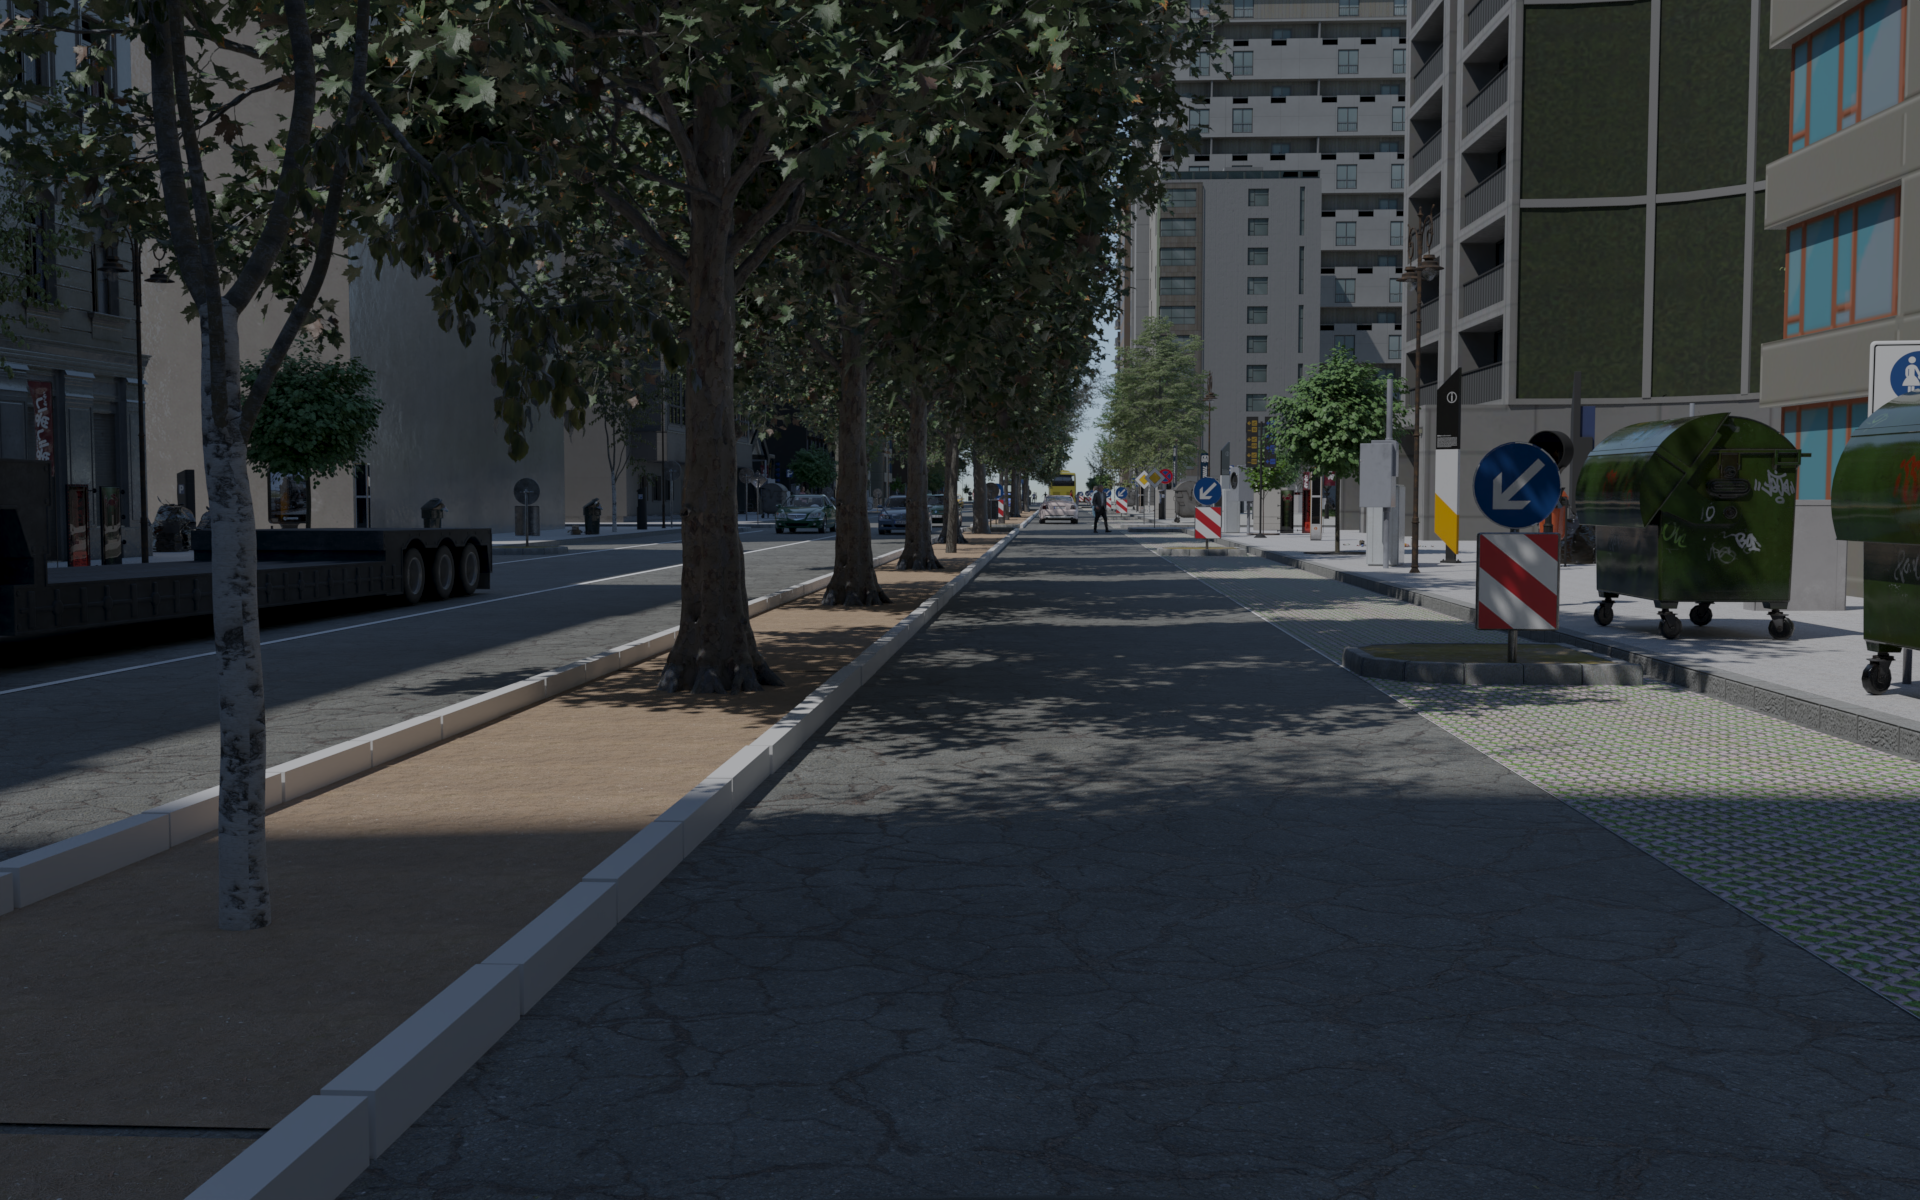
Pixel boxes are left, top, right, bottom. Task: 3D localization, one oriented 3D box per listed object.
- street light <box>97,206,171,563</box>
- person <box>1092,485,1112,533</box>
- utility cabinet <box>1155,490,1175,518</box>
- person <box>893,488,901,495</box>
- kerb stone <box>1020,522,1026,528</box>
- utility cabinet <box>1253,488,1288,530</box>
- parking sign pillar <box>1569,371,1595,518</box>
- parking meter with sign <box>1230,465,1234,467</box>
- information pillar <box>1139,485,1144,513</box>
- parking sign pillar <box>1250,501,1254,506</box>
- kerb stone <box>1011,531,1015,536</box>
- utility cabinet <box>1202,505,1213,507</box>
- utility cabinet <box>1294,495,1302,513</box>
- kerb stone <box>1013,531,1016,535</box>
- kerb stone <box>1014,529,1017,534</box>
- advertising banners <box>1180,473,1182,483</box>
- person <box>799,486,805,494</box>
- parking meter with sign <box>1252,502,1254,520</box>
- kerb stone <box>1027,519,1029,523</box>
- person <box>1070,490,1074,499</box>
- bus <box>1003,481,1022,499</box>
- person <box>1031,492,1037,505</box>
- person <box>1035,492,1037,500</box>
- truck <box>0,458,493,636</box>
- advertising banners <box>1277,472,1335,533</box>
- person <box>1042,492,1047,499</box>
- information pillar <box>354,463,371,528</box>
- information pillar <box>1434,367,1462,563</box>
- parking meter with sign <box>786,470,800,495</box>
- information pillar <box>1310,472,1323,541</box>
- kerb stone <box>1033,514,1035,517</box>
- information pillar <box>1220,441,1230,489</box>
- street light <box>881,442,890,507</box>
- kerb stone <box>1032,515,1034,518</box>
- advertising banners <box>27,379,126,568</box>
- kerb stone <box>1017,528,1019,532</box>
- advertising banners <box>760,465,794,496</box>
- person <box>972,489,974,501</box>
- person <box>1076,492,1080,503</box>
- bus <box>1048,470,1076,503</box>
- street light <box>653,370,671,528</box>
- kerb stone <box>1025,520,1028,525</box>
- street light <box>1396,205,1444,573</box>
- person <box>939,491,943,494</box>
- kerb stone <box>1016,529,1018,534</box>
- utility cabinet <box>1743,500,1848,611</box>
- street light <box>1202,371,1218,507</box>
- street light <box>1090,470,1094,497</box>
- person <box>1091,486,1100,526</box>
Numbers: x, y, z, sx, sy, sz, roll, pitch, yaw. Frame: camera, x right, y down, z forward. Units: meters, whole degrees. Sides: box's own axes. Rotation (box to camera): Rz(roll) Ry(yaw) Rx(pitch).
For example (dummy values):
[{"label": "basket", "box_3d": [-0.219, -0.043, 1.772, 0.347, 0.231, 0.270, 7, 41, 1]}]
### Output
[{"label": "street light", "box_3d": [-13.334, -3.388, 28.175, 0.468, 5.910, 1.993, 0, 4, 3]}, {"label": "person", "box_3d": [5.238, -3.370, 63.995, 0.661, 1.777, 0.834, -3, 4, -38]}, {"label": "utility cabinet", "box_3d": [10.827, -5.044, 91.141, 1.173, 1.500, 0.318, 1, 4, 11]}, {"label": "person", "box_3d": [-5.135, -8.152, 141.153, 0.474, 1.900, 0.648, 2, 4, 31]}, {"label": "kerb stone", "box_3d": [2.616, -3.132, 73.411, 0.120, 0.150, 1.000, 0, 4, 3]}, {"label": "utility cabinet", "box_3d": [10.937, -3.201, 61.011, 1.173, 1.500, 0.318, 1, 4, 11]}, {"label": "parking sign pillar", "box_3d": [13.892, -3.075, 38.752, 1.447, 3.967, 1.447, 1, 4, 17]}, {"label": "parking meter with sign", "box_3d": [16.287, -6.687, 105.601, 0.543, 3.016, 1.738, 0, 4, 0]}, {"label": "information pillar", "box_3d": [12.079, -6.775, 115.260, 0.304, 2.012, 0.304, -1, 4, -14]}, {"label": "parking sign pillar", "box_3d": [23.968, -9.406, 142.266, 1.447, 3.967, 1.447, -3, 4, -38]}, {"label": "kerb stone", "box_3d": [1.607, -2.029, 55.473, 0.120, 0.150, 1.000, 0, 4, 3]}, {"label": "utility cabinet", "box_3d": [11.713, -4.402, 83.133, 1.020, 1.237, 0.306, -3, 5, -41]}, {"label": "utility cabinet", "box_3d": [22.963, -6.537, 118.034, 0.306, 1.237, 1.020, -1, 4, -17]}, {"label": "kerb stone", "box_3d": [1.662, -2.096, 56.494, 0.120, 0.150, 1.000, 0, 4, 3]}, {"label": "kerb stone", "box_3d": [1.778, -2.223, 58.535, 0.120, 0.150, 1.000, 0, 4, 3]}, {"label": "advertising banners", "box_3d": [15.963, -7.802, 123.749, 0.090, 3.025, 2.074, 2, 4, 24]}, {"label": "person", "box_3d": [-7.732, -4.705, 85.441, 0.388, 1.821, 0.555, 1, 4, 21]}, {"label": "parking meter with sign", "box_3d": [15.096, -5.589, 87.649, 0.543, 3.016, 1.738, 1, 4, 17]}, {"label": "kerb stone", "box_3d": [3.015, -3.570, 80.570, 0.120, 0.150, 1.000, 0, 4, 3]}, {"label": "person", "box_3d": [10.660, -9.591, 165.246, 0.705, 1.831, 1.348, 1, 4, 12]}, {"label": "bus", "box_3d": [6.201, -13.363, 213.336, 2.948, 3.499, 13.247, 0, 4, 3]}, {"label": "person", "box_3d": [10.096, -13.906, 236.795, 0.756, 1.711, 0.436, 1, 4, 18]}, {"label": "person", "box_3d": [13.222, -17.720, 299.014, 0.721, 1.735, 1.217, 0, 4, -6]}, {"label": "truck", "box_3d": [-8.572, -1.587, 15.698, 2.967, 4.110, 18.799, 0, 4, 4]}, {"label": "advertising banners", "box_3d": [11.374, -3.688, 56.487, 2.074, 3.025, 0.090, 0, 4, -8]}, {"label": "person", "box_3d": [13.215, -15.850, 267.658, 1.348, 1.822, 0.705, -1, 4, -11]}, {"label": "information pillar", "box_3d": [-14.308, -2.264, 41.508, 0.304, 2.012, 0.304, 0, 4, -6]}, {"label": "information pillar", "box_3d": [9.070, -2.495, 32.155, 0.183, 3.616, 0.504, -3, 5, -42]}, {"label": "parking meter with sign", "box_3d": [-11.646, -7.722, 122.522, 0.543, 3.016, 1.738, -2, 4, -35]}, {"label": "information pillar", "box_3d": [9.818, -2.642, 47.693, 0.304, 2.012, 0.304, 1, 4, 17]}, {"label": "kerb stone", "box_3d": [4.062, -4.696, 98.976, 0.120, 0.150, 1.000, 0, 4, 3]}, {"label": "information pillar", "box_3d": [11.779, -5.234, 76.923, 0.504, 3.616, 0.183, -2, 4, -32]}, {"label": "street light", "box_3d": [-6.520, -10.745, 148.468, 0.468, 5.910, 1.993, 0, 4, 3]}, {"label": "kerb stone", "box_3d": [3.889, -4.508, 95.907, 0.120, 0.150, 1.000, 0, 4, 3]}, {"label": "advertising banners", "box_3d": [-13.999, -1.914, 27.489, 0.090, 3.025, 2.074, 1, 4, 12]}, {"label": "kerb stone", "box_3d": [1.952, -2.411, 61.612, 0.120, 0.150, 1.000, 0, 4, 3]}, {"label": "advertising banners", "box_3d": [-11.046, -6.637, 104.699, 2.074, 3.025, 0.090, 0, 4, 5]}, {"label": "person", "box_3d": [1.028, -6.743, 118.762, 0.388, 1.821, 0.555, 0, 4, 2]}, {"label": "person", "box_3d": [17.966, -15.574, 263.796, 0.551, 1.740, 0.621, -1, 4, -14]}, {"label": "bus", "box_3d": [10.369, -11.323, 176.677, 2.896, 3.916, 12.252, 0, 4, 2]}, {"label": "street light", "box_3d": [-11.111, -5.627, 64.788, 0.468, 5.910, 1.993, 0, 4, 3]}, {"label": "kerb stone", "box_3d": [2.901, -3.445, 78.529, 0.120, 0.150, 1.000, 0, 4, 3]}, {"label": "street light", "box_3d": [7.403, -3.378, 28.018, 0.468, 5.910, 1.993, 0, 4, 3]}, {"label": "person", "box_3d": [-2.141, -11.143, 190.788, 1.348, 1.812, 0.705, 1, 4, 17]}, {"label": "kerb stone", "box_3d": [1.830, -2.285, 59.560, 0.120, 0.150, 1.000, 0, 4, 3]}, {"label": "utility cabinet", "box_3d": [9.226, -0.487, 19.127, 1.020, 1.237, 0.306, 0, 4, -1]}, {"label": "street light", "box_3d": [9.332, -5.631, 64.847, 0.468, 5.910, 1.993, 0, 4, 3]}, {"label": "street light", "box_3d": [23.162, -20.460, 307.301, 0.468, 5.910, 1.993, 0, 4, 3]}, {"label": "person", "box_3d": [6.032, -4.166, 76.872, 0.793, 1.790, 0.793, -1, 4, -18]}]
